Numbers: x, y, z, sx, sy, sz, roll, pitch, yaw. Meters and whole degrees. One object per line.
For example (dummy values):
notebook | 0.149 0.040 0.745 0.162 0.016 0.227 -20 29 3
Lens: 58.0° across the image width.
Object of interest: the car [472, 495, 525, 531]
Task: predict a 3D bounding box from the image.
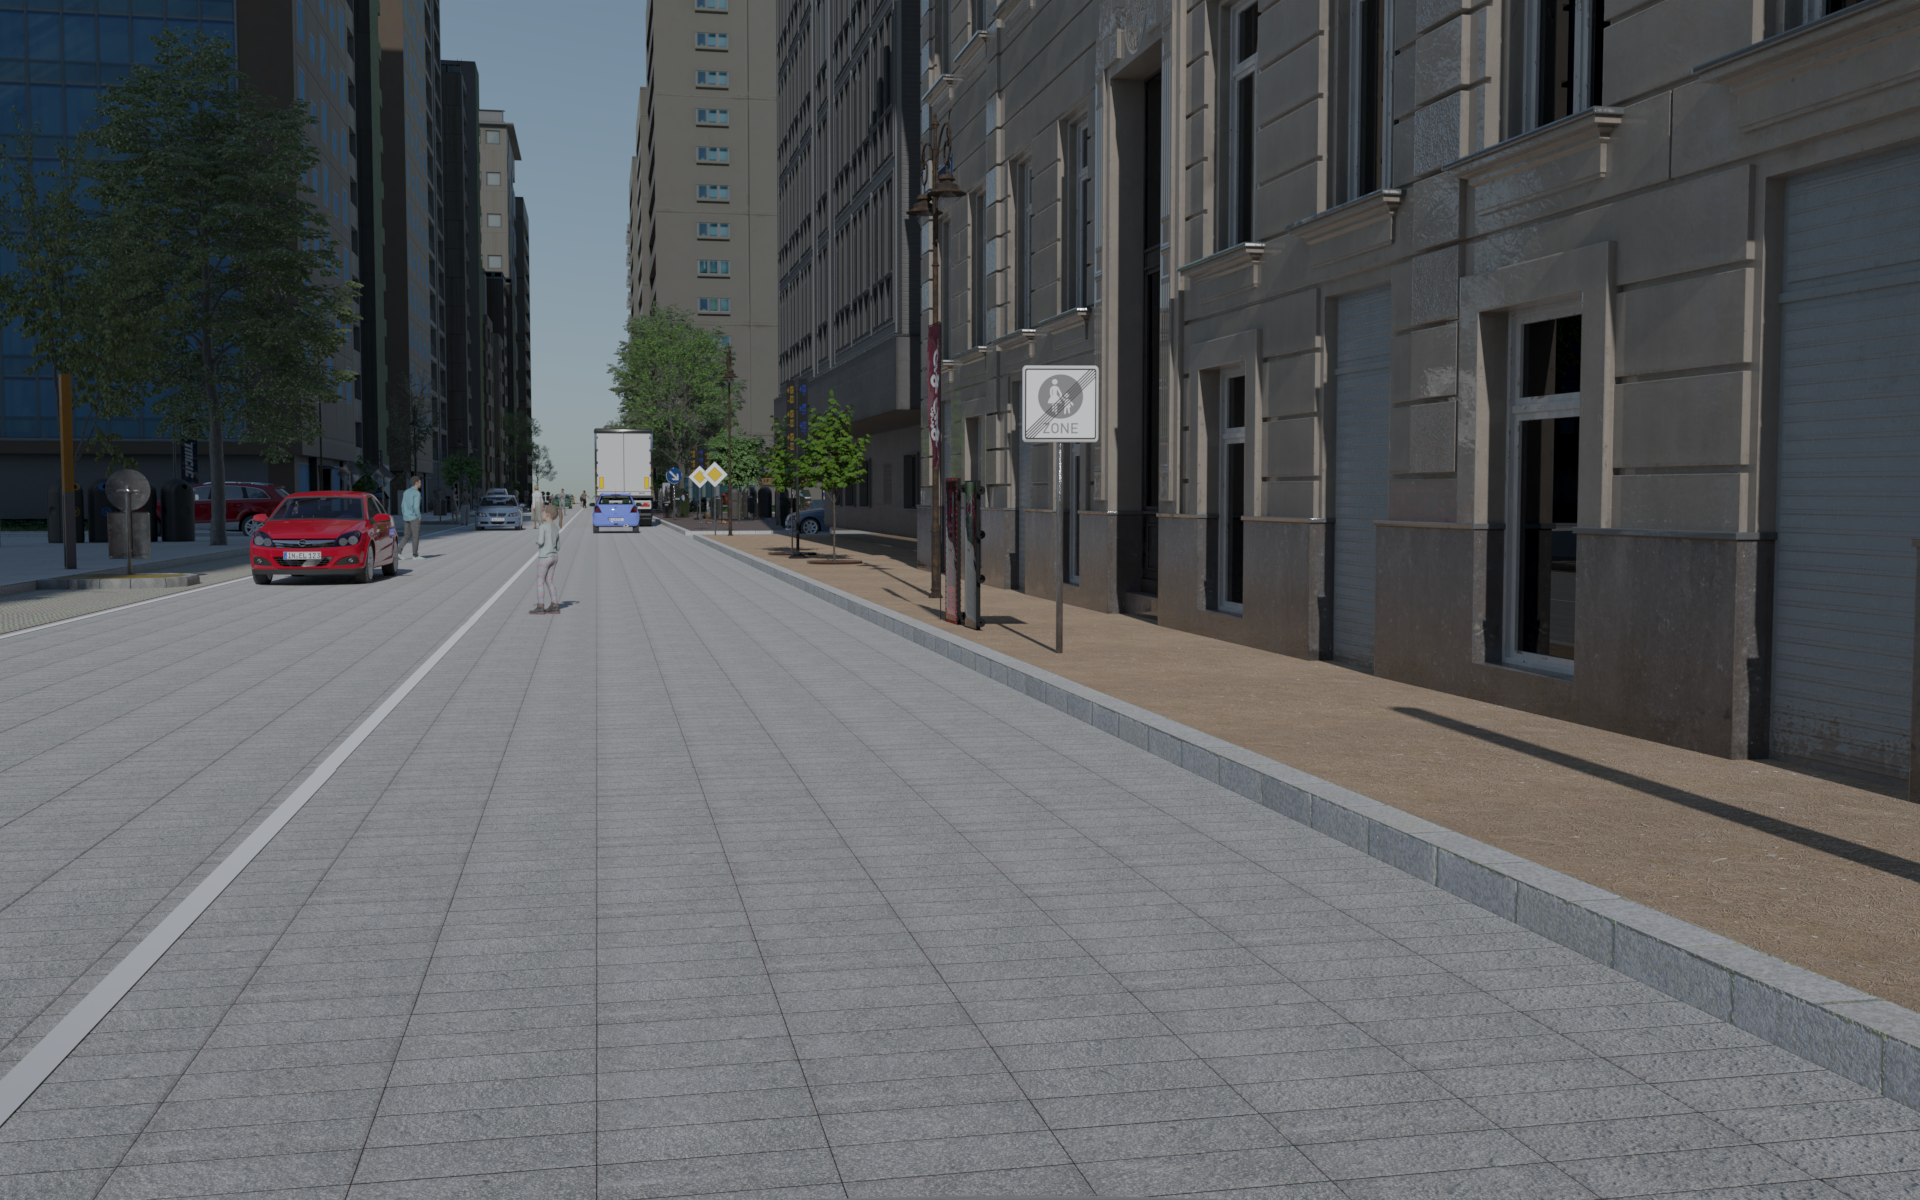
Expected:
car | -18.394 -3.495 69.150 2.014 1.417 4.499 -1 4 -13

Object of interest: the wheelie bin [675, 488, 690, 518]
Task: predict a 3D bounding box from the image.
wheelie bin | -15.011 -5.249 93.727 0.693 1.594 0.980 -2 4 -34

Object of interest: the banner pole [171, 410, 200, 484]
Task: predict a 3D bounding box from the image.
banner pole | -22.635 -3.699 50.490 0.863 3.779 0.401 -2 4 -29

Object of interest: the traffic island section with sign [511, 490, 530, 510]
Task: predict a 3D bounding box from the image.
traffic island section with sign | -40.299 -9.087 157.197 1.989 1.847 2.006 -1 4 -12

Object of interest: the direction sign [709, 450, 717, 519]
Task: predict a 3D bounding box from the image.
direction sign | -12.894 -5.981 89.783 0.876 3.537 0.379 3 4 37

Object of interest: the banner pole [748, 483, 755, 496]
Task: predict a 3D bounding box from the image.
banner pole | -11.038 -6.202 91.428 0.401 3.779 0.863 2 4 28

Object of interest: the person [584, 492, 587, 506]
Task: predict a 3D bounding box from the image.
person | -44.045 -11.870 203.504 0.436 1.711 0.756 -1 4 -18

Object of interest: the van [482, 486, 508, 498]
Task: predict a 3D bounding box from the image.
van | -32.908 -7.095 123.009 2.013 2.044 4.112 -1 4 -12

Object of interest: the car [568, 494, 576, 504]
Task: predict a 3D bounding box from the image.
car | -55.464 -14.388 245.463 2.015 1.641 3.980 -1 4 -12

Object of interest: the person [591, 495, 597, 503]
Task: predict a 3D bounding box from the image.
person | -33.297 -9.194 158.803 0.705 1.826 1.348 2 4 25

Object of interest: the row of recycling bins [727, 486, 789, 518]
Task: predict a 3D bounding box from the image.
row of recycling bins | -11.011 -5.342 94.456 3.534 1.692 1.069 1 4 12

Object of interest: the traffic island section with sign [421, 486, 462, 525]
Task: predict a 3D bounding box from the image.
traffic island section with sign | -24.429 -4.459 81.526 1.989 1.847 2.006 -1 4 -12

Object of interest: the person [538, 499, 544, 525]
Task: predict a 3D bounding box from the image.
person | -19.171 -4.154 79.011 0.503 1.515 0.523 -3 4 -39

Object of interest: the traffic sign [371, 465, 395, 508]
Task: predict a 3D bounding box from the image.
traffic sign | -19.755 -3.406 59.325 0.795 2.450 0.064 -1 4 -12

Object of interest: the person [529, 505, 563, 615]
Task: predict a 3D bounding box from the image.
person | -4.951 -0.482 20.663 0.394 1.301 0.425 0 4 5

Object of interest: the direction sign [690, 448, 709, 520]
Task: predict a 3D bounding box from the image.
direction sign | -12.981 -5.722 85.559 0.876 3.537 0.379 3 4 36

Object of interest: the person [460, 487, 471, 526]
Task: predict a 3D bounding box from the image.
person | -22.371 -4.235 78.293 0.362 1.759 0.519 3 5 43

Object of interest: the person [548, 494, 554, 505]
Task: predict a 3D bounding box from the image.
person | -41.171 -9.956 174.505 0.697 1.427 0.421 3 5 41

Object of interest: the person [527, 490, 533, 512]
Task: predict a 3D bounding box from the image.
person | -34.699 -8.020 140.344 1.217 1.735 0.721 3 5 40

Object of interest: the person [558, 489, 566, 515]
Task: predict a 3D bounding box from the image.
person | -26.734 -6.583 116.320 0.511 1.800 0.466 0 4 -3

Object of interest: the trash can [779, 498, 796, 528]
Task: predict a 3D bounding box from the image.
trash can | -6.543 -3.322 65.966 0.748 1.137 0.748 0 3 0

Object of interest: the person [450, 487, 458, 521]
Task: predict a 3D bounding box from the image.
person | -24.812 -4.665 85.105 0.374 1.781 0.599 -3 4 -36

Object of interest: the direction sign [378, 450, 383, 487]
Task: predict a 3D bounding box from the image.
direction sign | -29.816 -5.943 89.168 0.379 3.537 0.876 0 4 -5

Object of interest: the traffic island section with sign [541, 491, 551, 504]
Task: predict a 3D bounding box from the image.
traffic island section with sign | -62.671 -15.613 263.901 1.989 1.847 2.006 -1 4 -12

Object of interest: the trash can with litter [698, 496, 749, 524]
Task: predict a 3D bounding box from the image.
trash can with litter | -10.689 -3.972 75.999 1.678 1.210 2.233 -3 4 -38

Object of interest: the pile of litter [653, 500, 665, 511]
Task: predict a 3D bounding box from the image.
pile of litter | -23.310 -7.261 132.675 1.719 0.858 1.176 1 4 14

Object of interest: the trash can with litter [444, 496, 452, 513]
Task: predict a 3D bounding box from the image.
trash can with litter | -34.902 -6.537 118.260 0.624 1.170 1.055 0 4 -7

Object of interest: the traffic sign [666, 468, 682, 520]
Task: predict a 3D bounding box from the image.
traffic sign | -13.890 -5.143 84.191 0.768 2.556 0.104 -1 4 -10

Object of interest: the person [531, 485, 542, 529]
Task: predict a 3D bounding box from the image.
person | -17.316 -3.809 71.000 0.478 1.798 0.641 -2 4 -29

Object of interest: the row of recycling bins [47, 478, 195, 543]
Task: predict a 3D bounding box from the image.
row of recycling bins | -22.335 -2.387 46.142 3.534 1.692 1.069 -2 4 -32

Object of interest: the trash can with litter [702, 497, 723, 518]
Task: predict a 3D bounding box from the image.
trash can with litter | -13.088 -4.892 91.370 0.624 1.170 1.055 3 4 37

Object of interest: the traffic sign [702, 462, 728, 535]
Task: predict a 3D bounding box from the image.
traffic sign | -7.595 -3.061 53.685 0.795 2.450 0.064 -1 4 -12

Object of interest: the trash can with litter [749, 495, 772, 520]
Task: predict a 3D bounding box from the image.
trash can with litter | -10.428 -4.681 87.592 1.678 1.210 2.233 -3 5 -43

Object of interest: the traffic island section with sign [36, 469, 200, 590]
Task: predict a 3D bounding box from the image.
traffic island section with sign | -12.968 -1.114 26.849 1.989 1.847 2.006 -1 4 -12

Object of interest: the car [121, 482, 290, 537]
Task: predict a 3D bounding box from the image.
car | -23.615 -2.811 54.628 5.304 1.827 2.281 -1 4 -10

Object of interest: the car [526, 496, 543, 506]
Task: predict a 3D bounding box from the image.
car | -48.790 -11.422 198.754 2.014 1.417 4.499 -1 4 -10

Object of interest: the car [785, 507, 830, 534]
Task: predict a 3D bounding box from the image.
car | -3.751 -2.904 59.477 4.499 1.417 2.014 -1 4 -11

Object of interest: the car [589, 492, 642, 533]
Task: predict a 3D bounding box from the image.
car | -12.802 -3.352 64.397 1.945 1.707 3.694 -1 4 -12

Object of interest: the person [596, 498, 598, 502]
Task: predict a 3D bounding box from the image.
person | -26.359 -7.223 126.689 0.616 1.811 0.778 -3 4 -37

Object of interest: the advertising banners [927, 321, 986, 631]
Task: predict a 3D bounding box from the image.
advertising banners | -0.064 -1.278 17.087 0.090 3.025 2.074 -1 4 -14

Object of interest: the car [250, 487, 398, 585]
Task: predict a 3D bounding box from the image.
car | -10.540 -1.213 28.878 2.155 1.783 4.494 -1 4 -10

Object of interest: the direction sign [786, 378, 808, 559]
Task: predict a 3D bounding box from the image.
direction sign | -3.226 -2.591 34.357 0.379 3.537 0.876 -2 4 -32

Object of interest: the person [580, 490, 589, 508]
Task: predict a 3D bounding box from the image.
person | -38.409 -10.317 177.200 1.348 1.823 0.705 2 4 26

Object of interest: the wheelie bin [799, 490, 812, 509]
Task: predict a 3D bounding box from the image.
wheelie bin | -10.979 -7.010 122.525 0.980 1.594 0.693 -3 5 -40

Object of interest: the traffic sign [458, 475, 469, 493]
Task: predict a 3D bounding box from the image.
traffic sign | -33.804 -7.210 117.988 0.768 2.556 0.104 -1 4 -10

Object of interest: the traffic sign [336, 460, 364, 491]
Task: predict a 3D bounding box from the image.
traffic sign | -18.116 -2.928 51.509 0.795 2.450 0.064 -1 4 -12

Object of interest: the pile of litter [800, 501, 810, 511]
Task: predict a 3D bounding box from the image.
pile of litter | -9.404 -5.664 106.571 1.719 0.858 1.176 2 4 30

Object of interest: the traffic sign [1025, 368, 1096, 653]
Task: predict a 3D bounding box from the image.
traffic sign | 0.799 -0.719 13.891 0.606 2.300 0.079 0 4 -2

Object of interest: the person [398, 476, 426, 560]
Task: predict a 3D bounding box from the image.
person | -11.964 -1.781 37.632 0.660 1.820 0.620 3 4 36

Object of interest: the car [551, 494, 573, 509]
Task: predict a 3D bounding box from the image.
car | -38.773 -9.601 168.775 2.131 1.459 4.920 -1 4 -11

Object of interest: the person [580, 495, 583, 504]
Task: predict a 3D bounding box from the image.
person | -43.514 -11.466 199.209 0.421 1.427 0.697 0 4 3

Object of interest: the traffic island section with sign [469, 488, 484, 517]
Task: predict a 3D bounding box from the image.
traffic island section with sign | -30.030 -6.089 108.181 1.989 1.847 2.006 -1 4 -12

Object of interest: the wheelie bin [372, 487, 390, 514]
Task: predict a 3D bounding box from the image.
wheelie bin | -26.667 -4.390 79.689 0.693 1.594 0.980 -3 4 -37

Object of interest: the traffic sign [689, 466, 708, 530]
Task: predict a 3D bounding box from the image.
traffic sign | -9.234 -3.539 61.501 0.795 2.450 0.064 -1 4 -12
